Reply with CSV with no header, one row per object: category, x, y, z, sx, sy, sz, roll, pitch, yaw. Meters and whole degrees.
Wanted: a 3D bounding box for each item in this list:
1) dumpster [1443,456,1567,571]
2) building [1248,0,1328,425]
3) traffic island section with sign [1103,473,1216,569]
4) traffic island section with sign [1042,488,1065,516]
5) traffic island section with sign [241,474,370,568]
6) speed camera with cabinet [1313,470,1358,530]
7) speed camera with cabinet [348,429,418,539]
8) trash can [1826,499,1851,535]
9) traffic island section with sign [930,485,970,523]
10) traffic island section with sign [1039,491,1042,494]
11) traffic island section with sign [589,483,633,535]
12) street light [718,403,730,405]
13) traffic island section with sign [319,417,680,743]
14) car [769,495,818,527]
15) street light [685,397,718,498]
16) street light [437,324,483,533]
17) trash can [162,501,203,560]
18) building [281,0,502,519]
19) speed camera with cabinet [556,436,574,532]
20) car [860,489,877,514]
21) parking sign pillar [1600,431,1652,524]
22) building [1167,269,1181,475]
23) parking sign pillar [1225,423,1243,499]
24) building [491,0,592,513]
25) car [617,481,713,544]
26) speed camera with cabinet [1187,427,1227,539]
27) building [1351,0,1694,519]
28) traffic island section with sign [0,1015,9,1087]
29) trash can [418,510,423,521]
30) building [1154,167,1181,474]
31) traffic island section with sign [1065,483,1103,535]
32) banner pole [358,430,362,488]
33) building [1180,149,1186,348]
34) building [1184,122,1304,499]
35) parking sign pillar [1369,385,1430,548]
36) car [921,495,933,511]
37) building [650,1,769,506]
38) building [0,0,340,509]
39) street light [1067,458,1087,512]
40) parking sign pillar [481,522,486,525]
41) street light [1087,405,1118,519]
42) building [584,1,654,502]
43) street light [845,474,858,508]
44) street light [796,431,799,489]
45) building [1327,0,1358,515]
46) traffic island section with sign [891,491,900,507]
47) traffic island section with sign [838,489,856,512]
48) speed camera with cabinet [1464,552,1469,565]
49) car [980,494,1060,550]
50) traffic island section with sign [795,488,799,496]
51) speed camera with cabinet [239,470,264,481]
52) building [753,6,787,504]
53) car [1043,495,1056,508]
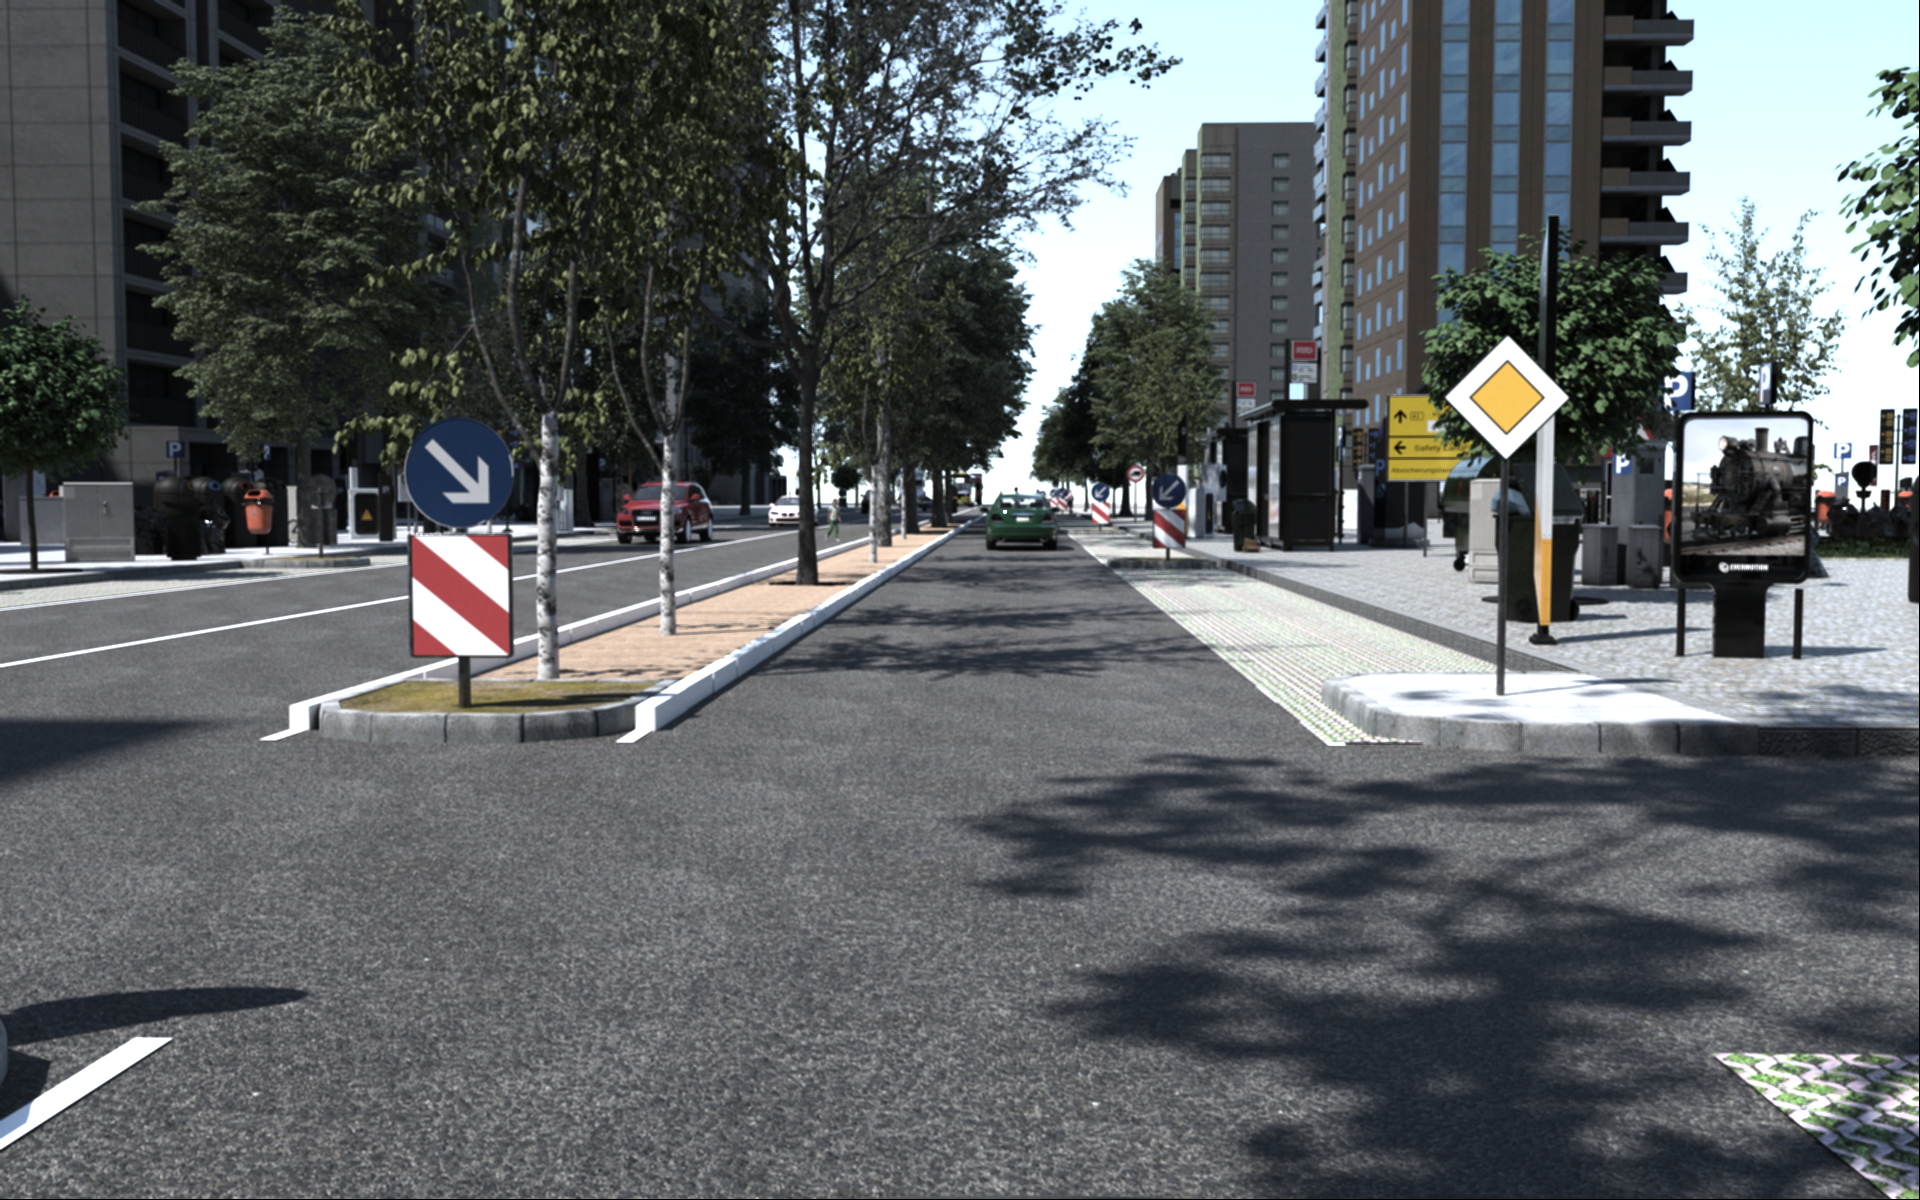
dumpster,8.780,-1.556,27.941,1.502,2.255,1.985,0,4,2
building,35.165,-49.963,129.573,22.319,86.520,31.000,0,4,2
traffic island section with sign,3.891,-1.535,33.729,1.989,1.847,2.006,0,4,2
traffic island section with sign,6.438,-6.258,110.938,1.989,1.847,2.006,0,4,2
traffic island section with sign,-12.779,-1.558,34.102,1.989,1.847,2.006,0,4,2
speed camera with cabinet,13.597,-4.128,61.821,0.660,3.252,2.038,-3,5,-42
speed camera with cabinet,-16.625,-3.413,50.143,2.038,3.252,0.660,-2,4,-23
trash can,27.007,-2.547,53.295,0.748,1.137,0.748,0,3,0
traffic island section with sign,-0.466,-4.763,86.012,2.006,1.907,1.989,0,4,2
traffic island section with sign,7.339,-7.905,137.878,1.989,1.847,2.006,0,4,2
traffic island section with sign,-11.897,-3.206,61.043,1.989,1.847,2.006,0,4,2
street light,-12.385,-7.074,88.204,1.470,5.913,1.316,0,4,2
traffic island section with sign,-2.943,-0.170,10.915,2.006,1.907,1.989,0,4,2
car,-7.432,-3.996,77.695,2.083,1.381,4.827,0,4,1
street light,-12.579,-6.760,83.059,1.470,5.913,1.316,0,4,2
street light,-13.745,-4.586,47.523,1.470,5.913,1.316,0,4,2
trash can,-15.084,-1.344,33.633,0.748,1.137,0.748,0,3,0
building,-34.207,-25.114,94.211,14.154,41.232,14.086,0,4,2
speed camera with cabinet,-13.764,-3.977,59.353,0.660,3.252,2.038,0,4,0
car,-6.245,-7.357,128.953,2.281,1.827,5.304,0,4,0
parking sign pillar,19.417,-3.793,50.486,1.447,3.967,1.447,3,4,38
building,33.307,-27.550,222.151,14.160,30.474,14.107,0,4,2
parking sign pillar,10.468,-4.756,66.229,1.447,3.967,1.447,1,4,22
building,-38.032,-30.397,116.603,23.786,49.044,30.456,0,4,2
car,-8.693,-2.612,51.376,2.281,1.827,5.304,0,4,3
speed camera with cabinet,7.219,-3.446,50.672,0.660,3.252,2.038,2,4,27
building,29.797,-27.138,93.819,14.600,45.320,14.200,0,4,2
traffic island section with sign,-3.198,0.283,3.512,2.006,1.907,1.989,0,4,2
trash can,-25.662,-4.326,82.390,0.748,1.137,0.748,0,3,0
building,34.034,-35.889,236.899,14.600,45.320,14.200,0,4,2
traffic island section with sign,4.796,-3.196,60.881,1.989,1.847,2.006,0,4,2
banner pole,-23.691,-4.771,68.030,0.863,3.779,0.401,3,4,36
building,33.263,-32.047,207.569,14.154,41.232,14.086,0,4,2
building,33.182,-31.186,193.478,14.154,41.232,14.086,0,4,2
parking sign pillar,10.702,-3.278,42.070,1.447,3.967,1.447,-2,4,-28
car,-2.302,-8.244,147.368,1.945,1.354,3.894,0,4,2
building,-34.451,-40.131,198.148,21.231,58.520,28.212,0,4,2
building,-38.020,-38.704,71.060,20.563,71.187,20.611,0,4,2
street light,8.674,-9.437,126.843,1.470,5.913,1.316,0,4,2
parking sign pillar,-20.794,-5.181,73.180,1.447,3.967,1.447,3,5,39
street light,7.535,-7.221,90.611,1.470,5.913,1.316,0,4,2
building,-32.992,-29.892,138.849,14.600,45.320,14.200,0,4,2
street light,-9.992,-11.473,160.130,1.470,5.913,1.316,0,4,2
street light,-11.222,-9.281,124.287,1.470,5.913,1.316,0,4,2
building,29.866,-25.962,108.066,14.154,41.232,14.086,0,4,2
traffic island section with sign,-7.519,-11.287,193.176,1.989,1.847,2.006,0,4,2
traffic island section with sign,-9.341,-7.910,137.955,1.989,1.847,2.006,0,4,2
speed camera with cabinet,9.805,-2.291,31.788,0.660,3.252,2.038,2,4,30
car,1.592,-2.075,45.717,2.131,1.459,4.920,0,4,0
traffic island section with sign,-10.229,-6.259,110.967,1.989,1.847,2.006,0,4,2
speed camera with cabinet,-26.406,-4.379,65.931,0.660,3.252,2.038,2,4,26
building,-33.160,-47.953,222.287,20.563,71.187,20.611,0,4,2
car,8.725,-9.751,172.002,1.945,1.354,3.894,0,4,3
